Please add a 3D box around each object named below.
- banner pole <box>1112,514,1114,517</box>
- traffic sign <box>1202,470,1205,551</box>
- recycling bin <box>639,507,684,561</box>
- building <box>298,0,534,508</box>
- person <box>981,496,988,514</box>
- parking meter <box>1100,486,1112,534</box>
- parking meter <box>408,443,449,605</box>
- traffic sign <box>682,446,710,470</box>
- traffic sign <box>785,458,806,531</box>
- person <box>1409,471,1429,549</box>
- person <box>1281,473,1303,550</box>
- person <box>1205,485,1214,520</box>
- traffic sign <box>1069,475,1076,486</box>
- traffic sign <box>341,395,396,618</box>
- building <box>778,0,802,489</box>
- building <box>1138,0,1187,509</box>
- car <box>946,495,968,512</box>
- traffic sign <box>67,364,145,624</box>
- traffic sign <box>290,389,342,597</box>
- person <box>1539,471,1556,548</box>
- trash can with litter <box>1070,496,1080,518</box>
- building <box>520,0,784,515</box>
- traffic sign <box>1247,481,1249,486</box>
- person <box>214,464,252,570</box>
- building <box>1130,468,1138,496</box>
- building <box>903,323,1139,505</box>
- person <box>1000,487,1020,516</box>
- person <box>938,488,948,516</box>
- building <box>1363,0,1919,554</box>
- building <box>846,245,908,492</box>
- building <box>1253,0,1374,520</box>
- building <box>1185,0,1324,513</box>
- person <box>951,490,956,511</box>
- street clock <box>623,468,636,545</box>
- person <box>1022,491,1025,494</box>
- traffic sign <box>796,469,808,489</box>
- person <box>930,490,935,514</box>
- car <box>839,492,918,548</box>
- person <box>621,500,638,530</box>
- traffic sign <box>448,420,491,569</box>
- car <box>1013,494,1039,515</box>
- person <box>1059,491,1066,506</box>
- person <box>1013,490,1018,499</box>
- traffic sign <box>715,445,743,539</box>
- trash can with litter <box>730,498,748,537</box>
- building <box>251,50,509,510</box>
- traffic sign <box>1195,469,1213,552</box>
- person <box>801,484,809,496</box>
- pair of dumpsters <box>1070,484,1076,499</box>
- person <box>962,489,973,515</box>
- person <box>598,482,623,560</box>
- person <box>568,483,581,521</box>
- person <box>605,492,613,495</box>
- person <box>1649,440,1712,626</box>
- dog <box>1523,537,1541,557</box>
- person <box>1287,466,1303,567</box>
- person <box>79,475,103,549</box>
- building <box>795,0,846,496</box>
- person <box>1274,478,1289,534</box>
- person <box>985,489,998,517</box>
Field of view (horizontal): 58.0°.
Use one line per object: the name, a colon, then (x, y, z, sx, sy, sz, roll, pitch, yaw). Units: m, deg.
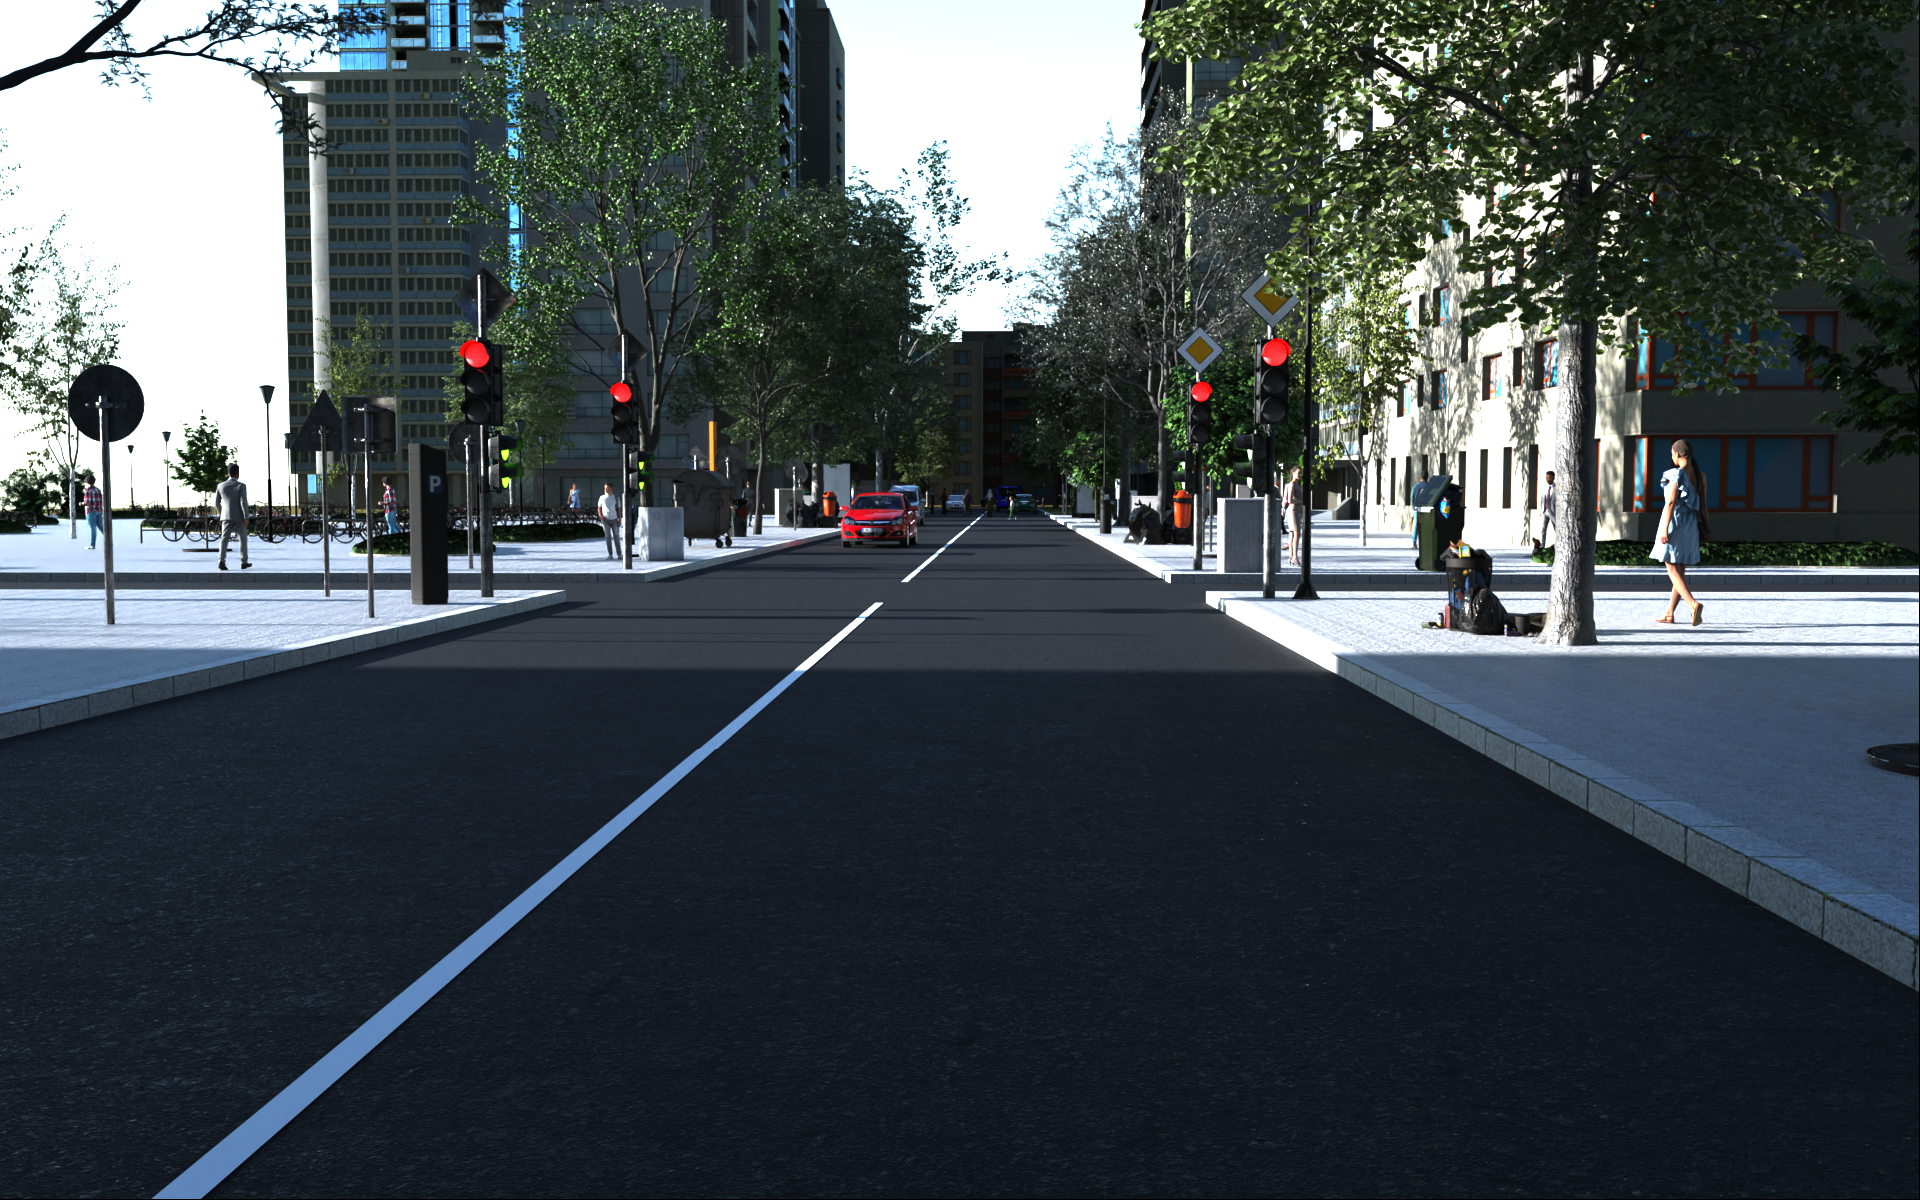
banner pole: (8.477, -6.510, 96.452, 0.401, 3.779, 0.863, 0, 4, 3)
traffic sign: (5.507, -2.393, 39.128, 0.884, 2.594, 0.081, 0, 4, 4)
recycling bin: (-5.789, -1.285, 33.570, 0.722, 1.027, 0.722, -2, 4, -25)
building: (-60.186, -54.695, 206.932, 31.000, 86.520, 22.319, 0, 4, 2)
person: (1.814, -6.854, 123.790, 0.697, 1.427, 0.421, 2, 4, 27)
parking meter: (4.714, -2.911, 56.004, 0.372, 1.533, 0.369, 0, 3, 0)
parking meter: (-6.195, -0.887, 20.217, 0.255, 1.863, 0.399, 2, 4, 33)
traffic sign: (-7.196, -2.900, 47.143, 0.795, 2.593, 0.064, 1, 4, 10)
traffic sign: (-5.798, -3.714, 60.823, 0.768, 2.556, 0.104, 1, 4, 11)
person: (10.662, -2.079, 40.018, 0.713, 1.824, 0.794, -3, 5, -40)
person: (7.583, -2.039, 39.394, 0.555, 1.821, 0.388, -2, 4, -29)
person: (12.555, -4.920, 87.232, 0.466, 1.731, 0.760, 2, 4, 28)
traffic sign: (6.752, -6.297, 103.068, 0.768, 2.556, 0.104, 0, 4, 7)
traffic sign: (-6.105, -0.965, 17.904, 0.606, 2.300, 0.079, 1, 4, 10)
building: (-23.394, -50.214, 133.675, 22.319, 86.520, 31.000, 0, 4, 2)
building: (25.935, -31.549, 139.520, 21.300, 48.544, 21.600, 0, 4, 2)
car: (-0.269, -7.781, 139.582, 2.083, 1.381, 4.827, 0, 4, 1)
traffic sign: (-8.376, -1.033, 16.998, 0.768, 2.556, 0.104, 0, 4, 2)
traffic sign: (-7.903, -1.318, 21.561, 0.884, 2.594, 0.081, 0, 4, 2)
person: (13.009, -1.944, 38.095, 0.678, 1.792, 0.850, 3, 5, 44)
trash can with litter: (6.540, -5.062, 94.156, 1.055, 1.170, 0.624, 2, 4, 25)
building: (-19.397, -26.188, 111.768, 14.154, 41.232, 14.086, 0, 4, 2)
traffic sign: (6.895, -2.523, 41.353, 0.768, 2.556, 0.104, 0, 4, 4)
person: (-12.339, -1.411, 29.381, 0.678, 1.792, 0.850, 0, 4, 3)
building: (26.823, -44.136, 159.879, 20.563, 71.187, 20.611, 0, 4, 2)
building: (8.383, -22.322, 210.010, 28.899, 21.520, 27.650, 0, 4, 2)
person: (3.276, -6.407, 112.879, 1.348, 1.869, 0.705, 0, 4, -7)
person: (-1.087, -6.486, 114.504, 0.705, 1.831, 1.348, -2, 4, -27)
building: (28.695, -12.425, 48.195, 28.899, 21.520, 27.650, 0, 4, 2)
building: (-13.292, -26.423, 203.721, 14.107, 30.474, 14.160, 0, 4, 2)
building: (32.511, -24.424, 91.214, 32.217, 40.220, 23.993, 0, 4, 2)
building: (22.749, -26.813, 121.982, 14.154, 41.232, 14.086, 0, 4, 2)
person: (-0.556, -8.315, 144.979, 0.617, 1.759, 0.750, 0, 4, -6)
street clock: (-8.336, -2.399, 43.787, 0.358, 2.002, 0.471, -1, 4, -17)
person: (6.091, -9.382, 162.416, 0.721, 1.766, 1.217, -2, 4, -27)
traffic sign: (-7.133, -4.712, 77.149, 0.768, 2.556, 0.104, 1, 4, 10)
person: (-1.904, -6.991, 123.604, 0.445, 1.727, 0.742, -1, 4, -16)
car: (-2.188, -2.363, 47.674, 2.155, 1.783, 4.494, 0, 4, 3)
person: (-11.824, -3.071, 61.759, 0.738, 1.151, 1.012, -2, 4, -25)
traffic sign: (-8.415, -1.811, 29.714, 0.768, 2.556, 0.104, 1, 4, 8)
car: (4.523, -6.749, 122.137, 2.131, 1.459, 4.920, 0, 4, 2)
person: (10.823, -10.646, 183.084, 0.750, 1.759, 0.617, 0, 4, -4)
person: (4.217, -7.707, 135.226, 0.721, 1.743, 1.217, 2, 4, 30)
traffic sign: (-6.055, -2.767, 45.342, 0.768, 2.556, 0.104, 1, 4, 11)
trash can with litter: (-6.737, -2.473, 51.815, 0.624, 1.170, 1.055, -2, 4, -27)
building: (-45.828, -28.492, 157.726, 23.993, 40.220, 32.217, 0, 4, 2)
traffic sign: (5.560, -2.344, 38.336, 0.884, 2.594, 0.081, 0, 4, 4)
person: (-8.158, -5.108, 89.810, 0.600, 1.795, 0.529, 2, 4, 28)
pair of dumpsters: (7.211, -5.962, 99.968, 1.574, 2.255, 4.437, 0, 4, 2)
person: (0.508, -6.725, 119.007, 0.990, 1.755, 0.434, 3, 5, 44)
person: (-6.805, -1.547, 33.934, 0.503, 1.515, 0.523, -3, 4, -38)
person: (-17.948, -4.558, 80.656, 0.616, 1.811, 0.778, 0, 4, -2)
person: (-15.217, -4.188, 74.876, 0.624, 1.780, 0.694, -2, 4, -27)
person: (7.101, -0.660, 16.936, 0.616, 1.811, 0.778, -1, 4, -11)
dog: (11.713, -1.049, 34.881, 0.550, 0.427, 0.748, 0, 4, 1)
person: (5.989, -1.490, 30.738, 0.374, 1.781, 0.599, 1, 4, 18)
person: (-20.180, -2.051, 40.420, 0.643, 1.720, 0.563, 1, 4, 12)
building: (-22.153, -32.918, 161.917, 21.600, 48.544, 21.300, 0, 4, 2)
person: (10.022, -2.941, 54.522, 0.834, 1.777, 0.661, 1, 4, 20)
person: (1.949, -6.054, 108.218, 0.721, 1.736, 1.217, -2, 4, -35)
